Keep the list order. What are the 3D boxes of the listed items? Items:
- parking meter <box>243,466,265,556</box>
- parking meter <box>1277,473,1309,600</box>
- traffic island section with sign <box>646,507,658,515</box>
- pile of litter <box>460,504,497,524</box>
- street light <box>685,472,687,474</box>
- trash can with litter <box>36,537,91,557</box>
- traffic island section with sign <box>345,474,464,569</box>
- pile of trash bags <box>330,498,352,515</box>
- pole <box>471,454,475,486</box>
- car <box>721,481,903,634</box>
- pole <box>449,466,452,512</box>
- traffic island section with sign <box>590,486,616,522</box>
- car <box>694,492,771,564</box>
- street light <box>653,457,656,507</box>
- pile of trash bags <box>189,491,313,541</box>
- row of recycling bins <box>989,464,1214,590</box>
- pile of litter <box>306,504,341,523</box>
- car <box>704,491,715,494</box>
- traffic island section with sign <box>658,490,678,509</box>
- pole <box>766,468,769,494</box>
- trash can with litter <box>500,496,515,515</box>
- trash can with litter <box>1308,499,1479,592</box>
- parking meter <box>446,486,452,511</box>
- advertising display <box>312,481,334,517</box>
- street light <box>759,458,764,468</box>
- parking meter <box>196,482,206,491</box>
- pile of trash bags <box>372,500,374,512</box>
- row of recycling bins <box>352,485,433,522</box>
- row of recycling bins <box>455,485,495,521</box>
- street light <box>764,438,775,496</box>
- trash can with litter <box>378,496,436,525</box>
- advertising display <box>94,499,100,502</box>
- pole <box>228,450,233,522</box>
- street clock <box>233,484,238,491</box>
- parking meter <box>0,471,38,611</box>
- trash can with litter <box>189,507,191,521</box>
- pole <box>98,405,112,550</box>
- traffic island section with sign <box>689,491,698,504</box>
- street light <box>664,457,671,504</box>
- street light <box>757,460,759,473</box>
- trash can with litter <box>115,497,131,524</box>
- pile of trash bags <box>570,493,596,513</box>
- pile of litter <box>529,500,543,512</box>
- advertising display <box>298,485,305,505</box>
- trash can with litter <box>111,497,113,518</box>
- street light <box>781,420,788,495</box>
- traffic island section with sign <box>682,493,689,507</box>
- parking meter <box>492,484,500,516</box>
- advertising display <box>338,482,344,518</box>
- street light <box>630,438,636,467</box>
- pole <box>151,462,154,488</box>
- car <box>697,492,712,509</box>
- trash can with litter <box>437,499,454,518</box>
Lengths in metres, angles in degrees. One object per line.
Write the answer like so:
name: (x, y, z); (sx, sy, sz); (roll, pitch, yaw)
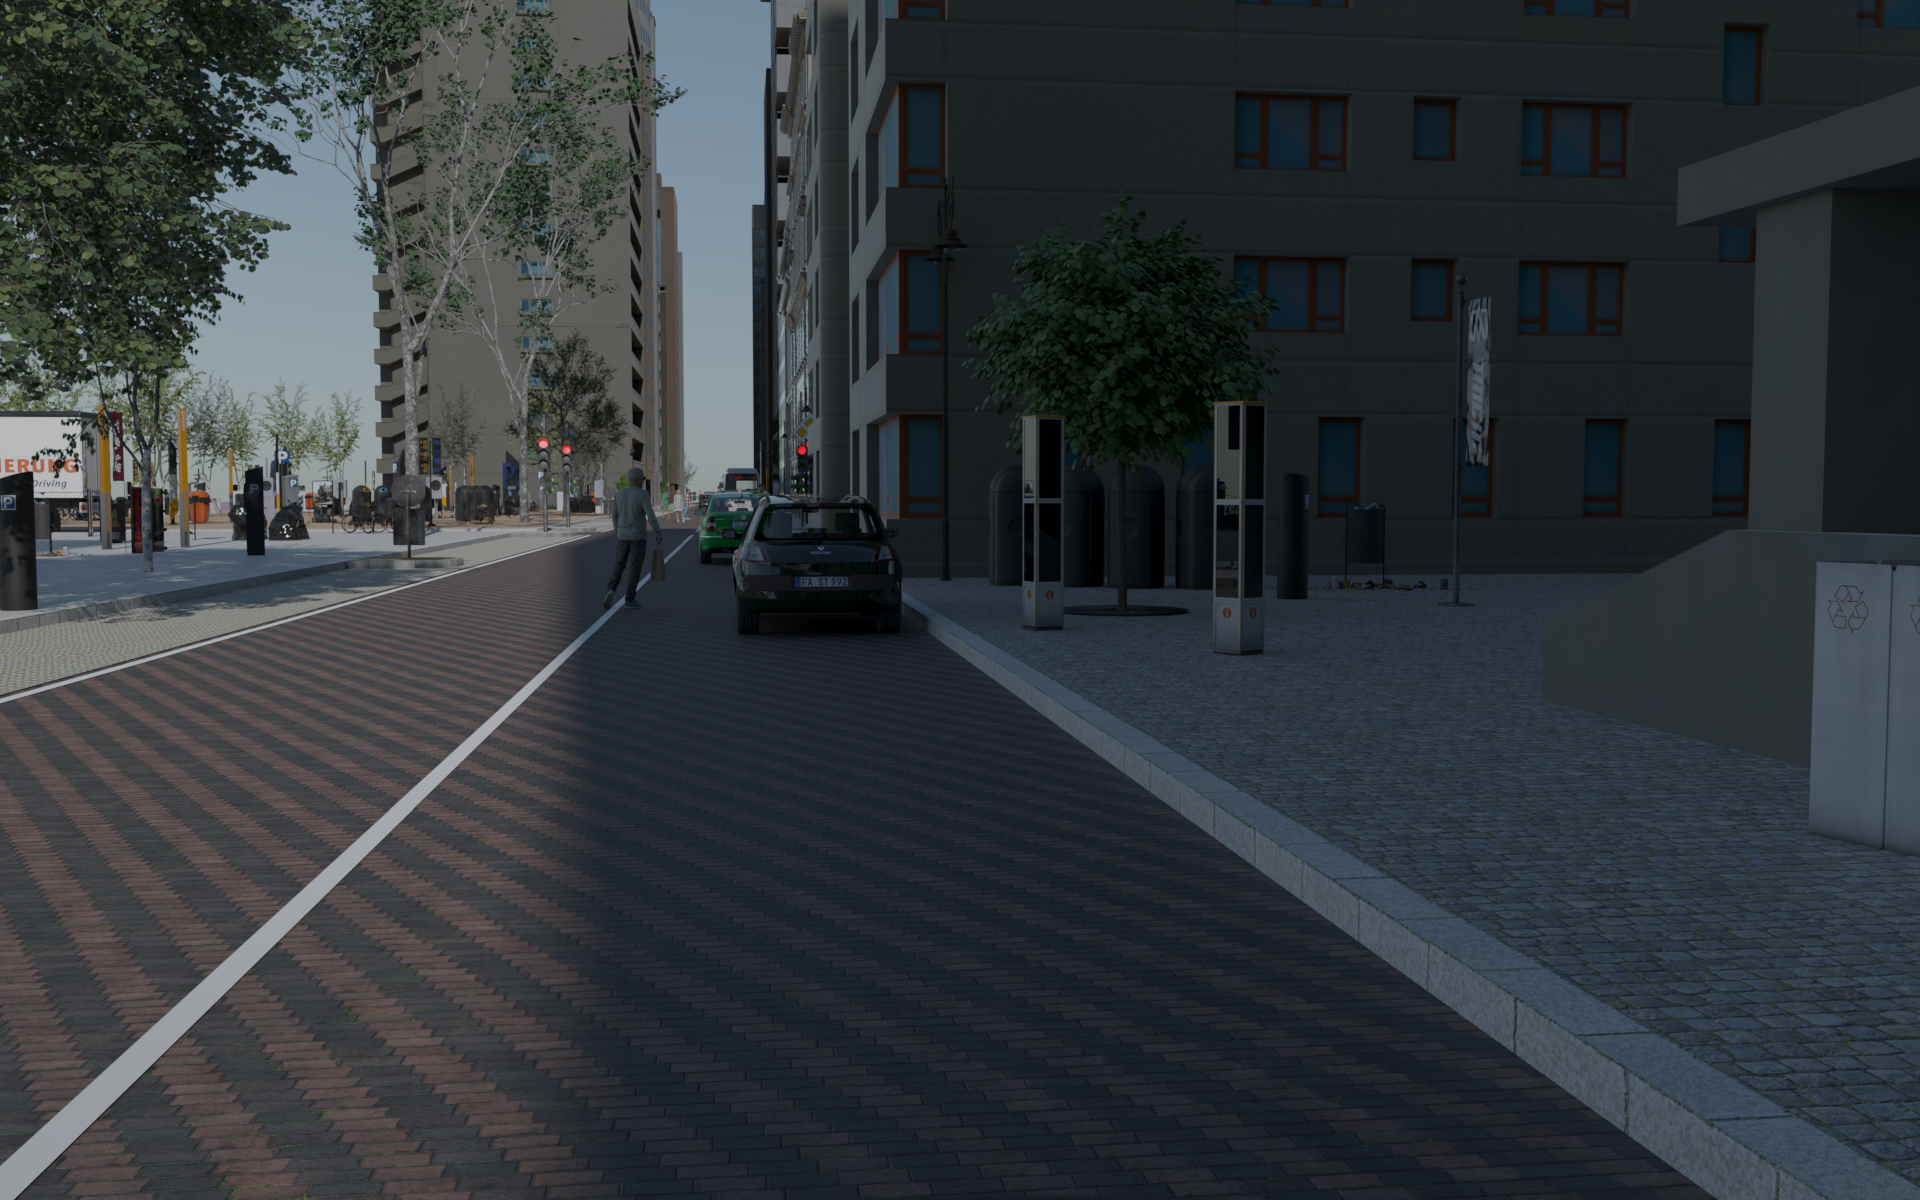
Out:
parking meter: (-14.769, -1.866, 36.225); (0.399, 1.863, 0.255); (-1, 4, -22)
parking meter: (4.072, -0.781, 21.185); (0.372, 1.533, 0.369); (0, 3, 0)
traffic island section with sign: (-21.467, -6.562, 115.913); (1.989, 1.847, 2.006); (0, 4, -7)
pile of litter: (-20.436, -3.668, 73.942); (1.719, 0.858, 1.176); (1, 4, 16)
street light: (-46.458, -19.624, 293.638); (0.468, 5.910, 1.993); (0, 4, -7)
trash can with litter: (-19.362, -1.510, 35.749); (2.233, 1.210, 1.678); (0, 4, 0)
traffic island section with sign: (-10.866, -1.555, 34.048); (1.989, 1.847, 2.006); (0, 4, -7)
pile of trash bags: (-36.781, -5.633, 101.848); (3.447, 1.369, 1.912); (0, 4, -5)
pole: (-24.769, -5.764, 88.080); (0.158, 3.312, 0.155); (0, 3, 0)
car: (-1.640, -0.576, 19.205); (2.009, 1.686, 4.222); (0, 4, -8)
pole: (-36.770, -8.024, 125.036); (0.158, 3.312, 0.155); (0, 3, 0)
traffic island section with sign: (-17.997, -4.927, 89.181); (1.989, 1.847, 2.006); (0, 4, -7)
car: (-4.693, -1.726, 37.022); (1.959, 1.807, 4.718); (-1, 4, -9)
street light: (-31.290, -12.463, 176.564); (0.468, 5.910, 1.993); (0, 4, -7)
pile of trash bags: (-19.954, -2.367, 48.451); (3.447, 1.369, 1.912); (0, 4, 6)
row of recycling bins: (2.060, -1.032, 23.978); (3.534, 1.692, 1.069); (1, 4, 21)
pile of litter: (-28.524, -3.873, 77.289); (1.719, 0.858, 1.176); (1, 4, 22)
car: (-33.280, -13.570, 230.545); (2.281, 1.827, 5.304); (0, 4, -8)
traffic island section with sign: (-27.800, -9.555, 164.858); (1.989, 1.847, 2.006); (0, 4, -7)
pole: (-15.284, -8.783, 137.444); (0.158, 3.312, 0.155); (0, 3, 0)
trash can with litter: (-27.397, -5.684, 104.313); (0.624, 1.170, 1.055); (3, 4, 37)
trash can with litter: (5.863, -0.752, 23.357); (2.233, 1.210, 1.678); (1, 4, 13)
parking meter: (-39.129, -7.758, 132.549); (0.255, 1.863, 0.399); (1, 4, 21)
advertising display: (-30.298, -4.720, 82.384); (0.974, 1.923, 0.123); (0, 4, -2)
street light: (-20.704, -12.871, 183.224); (0.468, 5.910, 1.993); (0, 4, -7)
parking meter: (-38.107, -4.972, 87.005); (0.399, 1.863, 0.255); (1, 4, 13)
pile of trash bags: (-44.215, -7.217, 127.744); (3.447, 1.369, 1.912); (0, 4, 6)
row of recycling bins: (-26.356, -4.483, 80.408); (3.534, 1.692, 1.069); (-1, 4, -22)
row of recycling bins: (-22.980, -4.573, 81.880); (1.069, 1.692, 3.534); (-2, 4, -35)
street light: (-16.439, -10.810, 149.533); (0.468, 5.910, 1.993); (0, 4, -7)
trash can with litter: (-23.308, -3.747, 72.324); (2.233, 1.210, 1.678); (-2, 4, -32)
advertising display: (-63.110, -7.426, 126.629); (0.123, 1.923, 0.974); (0, 4, 2)
pole: (-33.392, -5.228, 79.326); (0.158, 3.312, 0.155); (0, 3, 0)
street clock: (-54.319, -7.662, 129.845); (0.471, 2.002, 0.358); (0, 4, -4)
parking meter: (-10.417, -0.655, 19.127); (0.372, 1.533, 0.369); (0, 3, 0)
trash can with litter: (-36.640, -4.362, 82.702); (1.055, 1.170, 0.624); (-1, 4, -11)
pole: (-19.718, -2.819, 39.933); (0.158, 3.312, 0.155); (0, 3, 0)
traffic island section with sign: (-38.429, -14.576, 246.946); (1.989, 1.847, 2.006); (0, 4, -7)
street light: (-35.898, -14.581, 211.184); (0.468, 5.910, 1.993); (0, 4, -7)
street light: (-25.075, -14.960, 217.381); (0.468, 5.910, 1.993); (0, 4, -7)
trash can with litter: (-36.337, -3.919, 75.467); (1.055, 1.170, 0.624); (3, 5, 41)
pile of trash bags: (-25.691, -6.647, 118.426); (1.912, 1.369, 3.447); (1, 4, 14)
pile of litter: (-30.733, -6.824, 125.542); (1.176, 0.858, 1.719); (0, 4, 1)
advertising display: (-48.945, -7.517, 128.120); (0.974, 1.923, 0.123); (-2, 4, -25)
trash can with litter: (-49.375, -5.386, 99.125); (1.678, 1.210, 2.233); (0, 4, 2)
street light: (-10.937, -8.273, 108.054); (0.468, 5.910, 1.993); (0, 4, -7)
traffic island section with sign: (-31.259, -11.190, 191.591); (1.989, 1.847, 2.006); (0, 4, -7)
parking meter: (-27.564, -5.951, 103.002); (0.399, 1.863, 0.255); (1, 4, 16)
advertising display: (-33.343, -5.388, 93.313); (0.123, 1.923, 0.974); (-1, 4, -11)
street light: (-26.976, -10.403, 142.879); (0.468, 5.910, 1.993); (0, 4, -7)
pole: (-51.412, -7.122, 110.287); (0.158, 3.312, 0.155); (0, 3, 0)
car: (-24.156, -9.542, 165.793); (2.009, 1.686, 4.222); (-1, 4, -9)
trash can with litter: (-27.784, -5.039, 93.439); (1.678, 1.210, 2.233); (1, 4, 23)
